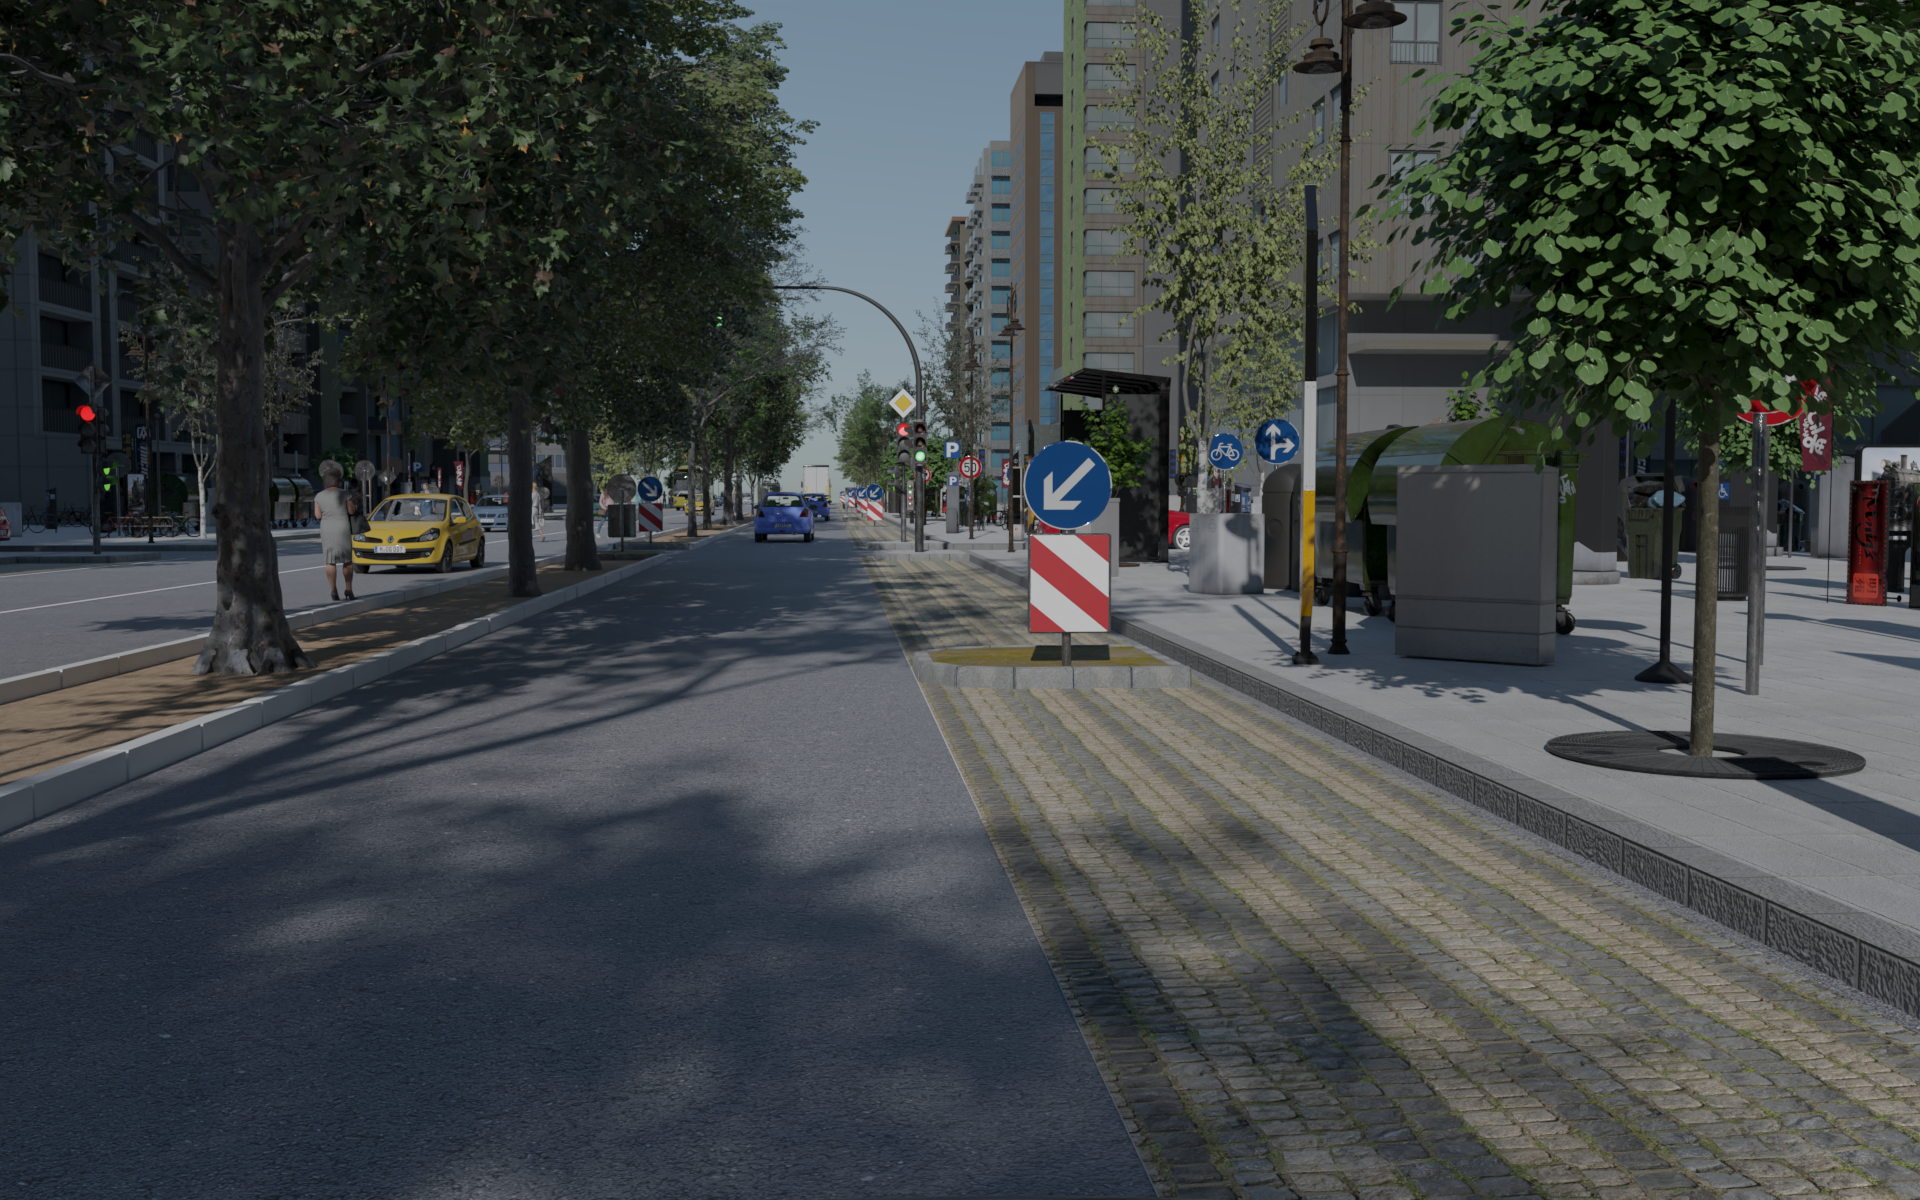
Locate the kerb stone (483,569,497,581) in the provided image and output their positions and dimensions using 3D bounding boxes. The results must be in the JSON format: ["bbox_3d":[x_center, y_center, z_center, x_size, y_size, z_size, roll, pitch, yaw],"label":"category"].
[{"bbox_3d":[-7.821,-0.385,28.484,0.120,0.150,1.000,0,4,-4],"label":"kerb stone"}]

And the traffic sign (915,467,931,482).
[{"bbox_3d":[-1.713,-4.893,80.099,0.768,2.556,0.104,0,4,-1],"label":"traffic sign"}]

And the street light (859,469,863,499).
[{"bbox_3d":[-11.657,-14.359,207.556,0.468,5.910,1.993,0,4,-4],"label":"street light"}]

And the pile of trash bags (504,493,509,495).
[{"bbox_3d":[-30.947,-6.362,113.775,3.447,1.369,1.912,-3,5,-45],"label":"pile of trash bags"}]

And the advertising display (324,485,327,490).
[{"bbox_3d":[-35.230,-5.633,97.320,0.974,1.923,0.123,0,4,-5],"label":"advertising display"}]

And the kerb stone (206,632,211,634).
[{"bbox_3d":[-6.900,0.365,16.222,0.120,0.150,1.000,0,4,-4],"label":"kerb stone"}]

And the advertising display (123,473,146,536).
[{"bbox_3d":[-25.245,-2.923,53.003,0.123,1.923,0.974,0,4,5],"label":"advertising display"}]

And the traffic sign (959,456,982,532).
[{"bbox_3d":[0.340,-3.536,57.913,0.768,2.556,0.104,0,4,0],"label":"traffic sign"}]

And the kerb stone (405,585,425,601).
[{"bbox_3d":[-7.432,-0.072,23.383,0.120,0.150,1.000,0,4,-4],"label":"kerb stone"}]

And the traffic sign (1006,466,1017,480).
[{"bbox_3d":[2.477,-4.807,78.702,0.768,2.556,0.104,0,4,4],"label":"traffic sign"}]

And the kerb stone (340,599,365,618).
[{"bbox_3d":[-7.204,0.115,20.312,0.120,0.150,1.000,0,4,-4],"label":"kerb stone"}]

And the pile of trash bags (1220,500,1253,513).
[{"bbox_3d":[11.089,-3.377,64.961,1.912,1.369,3.447,3,5,39],"label":"pile of trash bags"}]

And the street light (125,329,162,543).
[{"bbox_3d":[-21.112,-4.419,45.031,0.468,5.910,1.993,0,4,-4],"label":"street light"}]

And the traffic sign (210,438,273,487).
[{"bbox_3d":[-25.818,-4.181,62.229,2.265,3.308,0.079,0,4,3],"label":"traffic sign"}]

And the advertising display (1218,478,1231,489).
[{"bbox_3d":[10.705,-3.964,70.031,0.123,1.923,0.974,2,4,34],"label":"advertising display"}]

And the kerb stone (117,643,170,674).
[{"bbox_3d":[-6.742,0.490,14.183,0.120,0.150,1.000,0,4,-4],"label":"kerb stone"}]

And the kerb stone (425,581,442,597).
[{"bbox_3d":[-7.510,-0.133,24.403,0.120,0.150,1.000,0,4,-4],"label":"kerb stone"}]

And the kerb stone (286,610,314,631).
[{"bbox_3d":[-7.049,0.240,18.269,0.120,0.150,1.000,0,4,-4],"label":"kerb stone"}]

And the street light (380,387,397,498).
[{"bbox_3d":[-22.713,-5.873,68.816,0.468,5.910,1.993,0,4,-4],"label":"street light"}]

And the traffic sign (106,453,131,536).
[{"bbox_3d":[-25.879,-3.250,53.244,0.768,2.556,0.104,0,4,-3],"label":"traffic sign"}]

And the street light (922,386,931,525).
[{"bbox_3d":[-1.472,-6.119,72.839,0.468,5.910,1.993,0,4,-4],"label":"street light"}]

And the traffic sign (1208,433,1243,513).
[{"bbox_3d":[5.540,-2.214,36.306,0.768,2.556,0.104,0,4,-1],"label":"traffic sign"}]

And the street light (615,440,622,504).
[{"bbox_3d":[-28.533,-10.532,144.991,0.468,5.910,1.993,0,4,-4],"label":"street light"}]

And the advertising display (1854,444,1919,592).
[{"bbox_3d":[12.147,-1.063,22.597,0.974,1.923,0.123,0,4,-4],"label":"advertising display"}]

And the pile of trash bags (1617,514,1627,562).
[{"bbox_3d":[12.394,-1.505,34.366,1.912,1.369,3.447,2,4,25],"label":"pile of trash bags"}]

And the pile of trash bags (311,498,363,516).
[{"bbox_3d":[-33.910,-5.165,94.200,1.912,1.369,3.447,2,4,29],"label":"pile of trash bags"}]

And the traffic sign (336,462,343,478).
[{"bbox_3d":[-24.561,-4.147,67.909,0.768,2.556,0.104,0,4,0],"label":"traffic sign"}]

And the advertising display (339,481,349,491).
[{"bbox_3d":[-29.593,-4.784,83.436,0.123,1.923,0.974,0,4,-7],"label":"advertising display"}]

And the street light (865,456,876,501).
[{"bbox_3d":[-8.935,-12.217,172.538,0.468,5.910,1.993,0,4,-4],"label":"street light"}]

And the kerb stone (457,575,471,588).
[{"bbox_3d":[-7.668,-0.259,26.443,0.120,0.150,1.000,0,4,-4],"label":"kerb stone"}]

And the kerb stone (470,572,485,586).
[{"bbox_3d":[-7.736,-0.322,27.465,0.120,0.150,1.000,0,4,-4],"label":"kerb stone"}]

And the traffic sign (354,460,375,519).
[{"bbox_3d":[-22.412,-3.983,65.220,0.768,2.556,0.104,0,4,-1],"label":"traffic sign"}]

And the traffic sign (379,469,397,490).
[{"bbox_3d":[-25.365,-4.625,76.808,0.795,2.450,0.064,0,4,0],"label":"traffic sign"}]

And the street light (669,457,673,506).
[{"bbox_3d":[-32.262,-13.474,193.094,0.468,5.910,1.993,0,4,-4],"label":"street light"}]

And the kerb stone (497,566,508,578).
[{"bbox_3d":[-7.898,-0.446,29.504,0.120,0.150,1.000,0,4,-4],"label":"kerb stone"}]

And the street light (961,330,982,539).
[{"bbox_3d":[0.326,-4.654,48.886,0.468,5.910,1.993,0,4,-4],"label":"street light"}]

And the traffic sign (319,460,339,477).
[{"bbox_3d":[-23.451,-3.932,64.390,0.768,2.556,0.104,0,4,1],"label":"traffic sign"}]

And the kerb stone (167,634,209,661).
[{"bbox_3d":[-6.829,0.432,15.202,0.120,0.150,1.000,0,4,-4],"label":"kerb stone"}]

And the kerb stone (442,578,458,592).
[{"bbox_3d":[-7.582,-0.197,25.422,0.120,0.150,1.000,0,4,-4],"label":"kerb stone"}]

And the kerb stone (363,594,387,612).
[{"bbox_3d":[-7.281,0.053,21.332,0.120,0.150,1.000,0,4,-4],"label":"kerb stone"}]

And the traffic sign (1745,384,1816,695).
[{"bbox_3d":[5.063,-0.666,10.993,0.768,2.556,0.104,0,4,4],"label":"traffic sign"}]

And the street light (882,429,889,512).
[{"bbox_3d":[-5.376,-9.280,124.515,0.468,5.910,1.993,0,4,-4],"label":"street light"}]

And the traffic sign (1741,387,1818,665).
[{"bbox_3d":[5.987,-0.784,12.924,0.768,2.556,0.104,0,4,1],"label":"traffic sign"}]

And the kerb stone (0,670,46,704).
[{"bbox_3d":[-6.590,0.618,12.138,0.120,0.150,1.000,0,4,-4],"label":"kerb stone"}]

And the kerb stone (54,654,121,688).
[{"bbox_3d":[-6.662,0.552,13.164,0.120,0.150,1.000,0,4,-4],"label":"kerb stone"}]

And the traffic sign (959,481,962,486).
[{"bbox_3d":[0.133,-6.893,112.703,0.884,2.594,0.081,0,4,4],"label":"traffic sign"}]

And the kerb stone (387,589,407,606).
[{"bbox_3d":[-7.359,-0.001,22.360,0.120,0.150,1.000,0,4,-4],"label":"kerb stone"}]

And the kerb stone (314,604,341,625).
[{"bbox_3d":[-7.123,0.178,19.289,0.120,0.150,1.000,0,4,-4],"label":"kerb stone"}]

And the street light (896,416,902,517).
[{"bbox_3d":[-3.311,-7.602,97.074,0.468,5.910,1.993,0,4,-4],"label":"street light"}]

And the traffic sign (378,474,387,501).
[{"bbox_3d":[-29.133,-5.225,87.563,0.606,2.300,0.079,0,4,4],"label":"traffic sign"}]

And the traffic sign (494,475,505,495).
[{"bbox_3d":[-31.372,-7.206,117.928,0.768,2.556,0.104,0,4,1],"label":"traffic sign"}]

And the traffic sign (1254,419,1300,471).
[{"bbox_3d":[5.371,-1.794,29.431,0.768,2.556,0.104,0,4,5],"label":"traffic sign"}]
